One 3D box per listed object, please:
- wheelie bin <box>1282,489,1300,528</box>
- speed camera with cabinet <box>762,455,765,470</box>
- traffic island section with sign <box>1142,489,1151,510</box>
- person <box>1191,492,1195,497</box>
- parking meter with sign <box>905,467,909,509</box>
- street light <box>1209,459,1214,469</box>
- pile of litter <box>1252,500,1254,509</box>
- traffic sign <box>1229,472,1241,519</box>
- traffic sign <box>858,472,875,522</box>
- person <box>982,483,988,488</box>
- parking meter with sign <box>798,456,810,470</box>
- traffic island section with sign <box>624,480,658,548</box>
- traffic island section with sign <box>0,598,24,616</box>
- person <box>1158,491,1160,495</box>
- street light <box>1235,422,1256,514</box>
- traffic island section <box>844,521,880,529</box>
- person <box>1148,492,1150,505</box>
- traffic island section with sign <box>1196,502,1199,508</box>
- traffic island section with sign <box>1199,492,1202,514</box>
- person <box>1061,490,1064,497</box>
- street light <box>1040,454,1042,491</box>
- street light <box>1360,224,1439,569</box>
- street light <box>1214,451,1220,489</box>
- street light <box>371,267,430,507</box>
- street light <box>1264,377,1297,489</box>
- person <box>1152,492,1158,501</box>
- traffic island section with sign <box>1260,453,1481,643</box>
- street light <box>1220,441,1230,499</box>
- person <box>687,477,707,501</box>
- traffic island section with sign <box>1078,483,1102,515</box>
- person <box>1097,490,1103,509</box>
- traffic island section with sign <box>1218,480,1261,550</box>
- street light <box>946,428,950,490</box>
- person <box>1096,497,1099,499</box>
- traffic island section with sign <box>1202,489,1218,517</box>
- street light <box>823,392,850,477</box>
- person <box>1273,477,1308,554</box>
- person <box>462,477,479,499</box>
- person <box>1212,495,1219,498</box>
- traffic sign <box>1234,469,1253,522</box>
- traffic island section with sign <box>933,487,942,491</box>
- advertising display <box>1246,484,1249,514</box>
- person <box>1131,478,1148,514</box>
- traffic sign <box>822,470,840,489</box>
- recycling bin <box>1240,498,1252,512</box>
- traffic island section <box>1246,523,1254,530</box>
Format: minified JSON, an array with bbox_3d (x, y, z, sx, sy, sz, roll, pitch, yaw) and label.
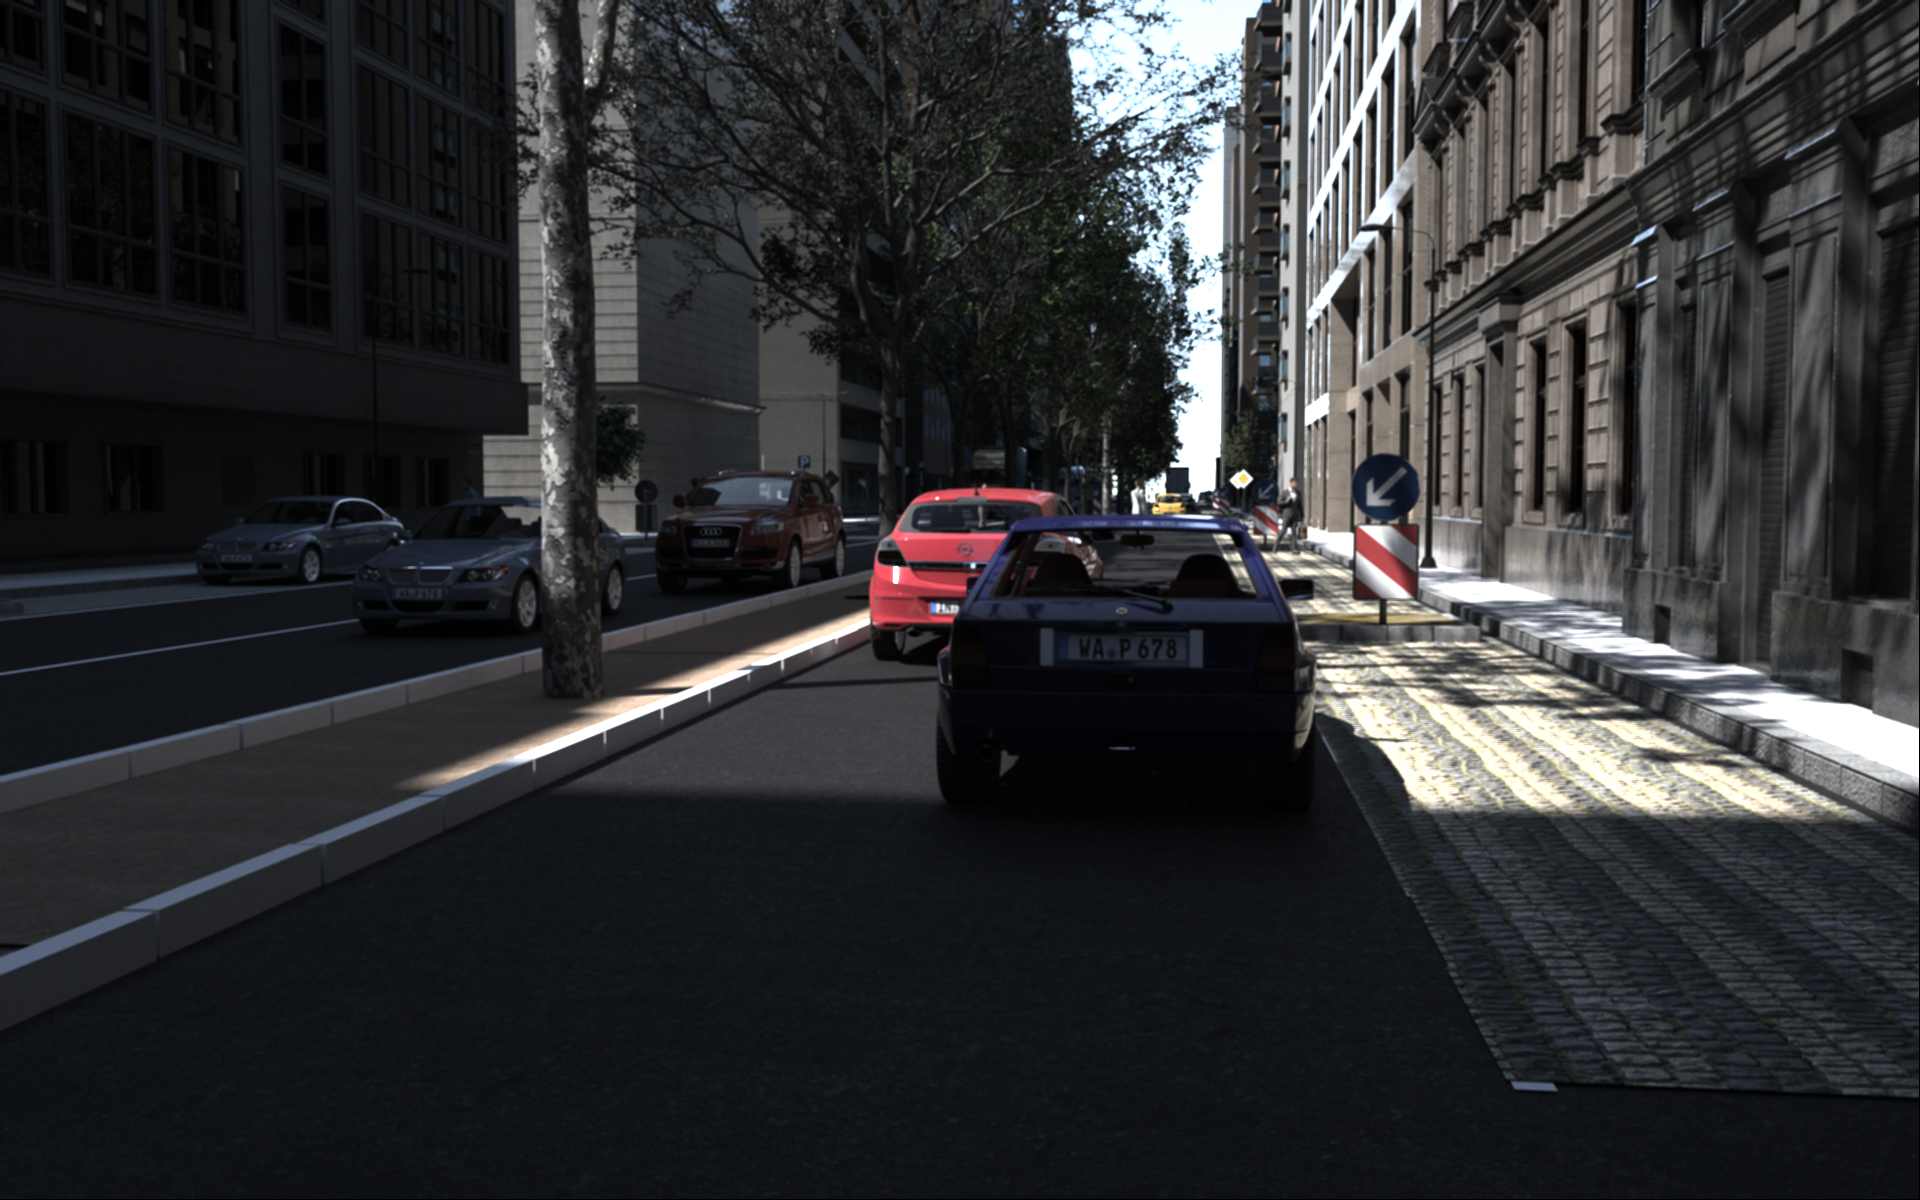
[{"bbox_3d":[12.611,-3.557,66.061,0.693,1.594,0.980,0,4,5],"label":"wheelie bin"},{"bbox_3d":[-9.234,-5.714,87.751,2.038,3.252,0.660,0,4,7],"label":"speed camera with cabinet"},{"bbox_3d":[15.978,-8.805,152.095,2.006,1.907,1.989,0,4,8],"label":"traffic island section with sign"},{"bbox_3d":[38.468,-17.068,287.564,1.348,1.823,0.705,-2,4,-34],"label":"person"},{"bbox_3d":[-4.154,-7.079,112.007,1.738,3.016,0.543,2,4,30],"label":"parking meter with sign"},{"bbox_3d":[33.818,-15.575,227.193,1.470,5.913,1.316,0,4,8],"label":"street light"},{"bbox_3d":[24.915,-8.219,148.351,1.176,0.858,1.719,0,4,8],"label":"pile of litter"},{"bbox_3d":[12.362,-4.489,77.039,0.795,2.450,0.064,0,4,8],"label":"traffic sign"},{"bbox_3d":[-4.283,-4.626,79.271,0.795,2.450,0.064,0,4,8],"label":"traffic sign"},{"bbox_3d":[0.769,-2.858,55.567,0.374,1.781,0.599,3,5,40],"label":"person"},{"bbox_3d":[-7.459,-5.116,79.909,0.543,3.016,1.738,-2,4,-25],"label":"parking meter with sign"},{"bbox_3d":[-8.629,-2.343,46.936,1.989,1.847,2.006,0,4,8],"label":"traffic island section with sign"},{"bbox_3d":[-12.187,-0.709,20.216,1.989,1.847,2.006,0,4,8],"label":"traffic island section with sign"},{"bbox_3d":[24.533,-12.479,212.401,0.599,1.838,0.709,1,4,10],"label":"person"},{"bbox_3d":[18.515,-8.524,111.903,1.470,5.913,1.316,0,4,8],"label":"street light"},{"bbox_3d":[-4.307,-3.490,79.335,2.009,0.180,2.903,0,4,8],"label":"traffic island section"},{"bbox_3d":[24.477,-13.153,224.464,0.530,1.710,0.541,2,4,23],"label":"person"},{"bbox_3d":[25.288,-10.258,176.338,1.989,1.847,2.006,0,4,8],"label":"traffic island section with sign"},{"bbox_3d":[18.602,-7.189,126.170,1.989,1.847,2.006,0,4,8],"label":"traffic island section with sign"},{"bbox_3d":[9.576,-9.326,160.965,0.705,1.826,1.348,0,4,2],"label":"person"},{"bbox_3d":[9.598,-13.588,194.711,1.470,5.913,1.316,0,4,8],"label":"street light"},{"bbox_3d":[7.568,-3.506,29.872,1.470,5.913,1.316,0,4,8],"label":"street light"},{"bbox_3d":[28.705,-13.199,188.338,1.470,5.913,1.316,0,4,8],"label":"street light"},{"bbox_3d":[-11.543,-3.863,35.709,1.470,5.913,1.316,0,4,8],"label":"street light"},{"bbox_3d":[12.781,-5.892,68.878,1.470,5.913,1.316,0,4,8],"label":"street light"},{"bbox_3d":[25.692,-13.354,227.558,1.217,1.743,0.721,-3,5,-39],"label":"person"},{"bbox_3d":[4.135,-0.551,17.639,1.989,1.847,2.006,0,4,8],"label":"traffic island section with sign"},{"bbox_3d":[23.703,-10.934,151.305,1.470,5.913,1.316,0,4,8],"label":"street light"},{"bbox_3d":[-5.978,-1.929,40.009,0.573,1.828,0.580,1,4,21],"label":"person"},{"bbox_3d":[6.055,-4.249,77.612,2.006,1.907,1.989,0,4,8],"label":"traffic island section with sign"},{"bbox_3d":[14.069,-9.885,170.208,1.350,1.814,0.705,1,4,19],"label":"person"},{"bbox_3d":[7.695,-2.186,44.376,1.989,1.847,2.006,0,4,8],"label":"traffic island section with sign"},{"bbox_3d":[-0.377,-8.934,118.611,1.470,5.913,1.316,0,4,8],"label":"street light"},{"bbox_3d":[14.466,-10.597,182.681,0.541,1.710,0.530,-1,4,-9],"label":"person"},{"bbox_3d":[15.043,-5.555,99.450,1.989,1.847,2.006,0,4,8],"label":"traffic island section with sign"},{"bbox_3d":[-5.696,-6.531,79.326,1.470,5.913,1.316,0,4,8],"label":"street light"},{"bbox_3d":[7.807,-1.988,40.960,0.622,1.834,0.822,-2,4,-25],"label":"person"},{"bbox_3d":[-9.950,-1.625,35.405,0.444,1.785,0.601,-1,4,-18],"label":"person"},{"bbox_3d":[26.547,-10.489,180.540,0.990,1.755,0.434,-1,4,-16],"label":"person"},{"bbox_3d":[11.306,-4.005,69.123,0.795,2.450,0.064,0,4,8],"label":"traffic sign"},{"bbox_3d":[-1.297,-5.704,101.881,1.989,1.847,2.006,0,4,8],"label":"traffic island section with sign"},{"bbox_3d":[18.789,-6.612,113.327,0.123,1.923,0.974,0,4,5],"label":"advertising display"},{"bbox_3d":[4.583,-2.208,44.485,0.514,1.842,0.818,2,4,34],"label":"person"},{"bbox_3d":[-5.338,-4.141,71.355,0.795,2.450,0.064,0,4,8],"label":"traffic sign"},{"bbox_3d":[20.184,-6.698,122.061,0.722,1.027,0.722,0,4,-1],"label":"recycling bin"},{"bbox_3d":[12.386,-3.354,77.113,2.009,0.180,2.903,0,4,8],"label":"traffic island section"}]
